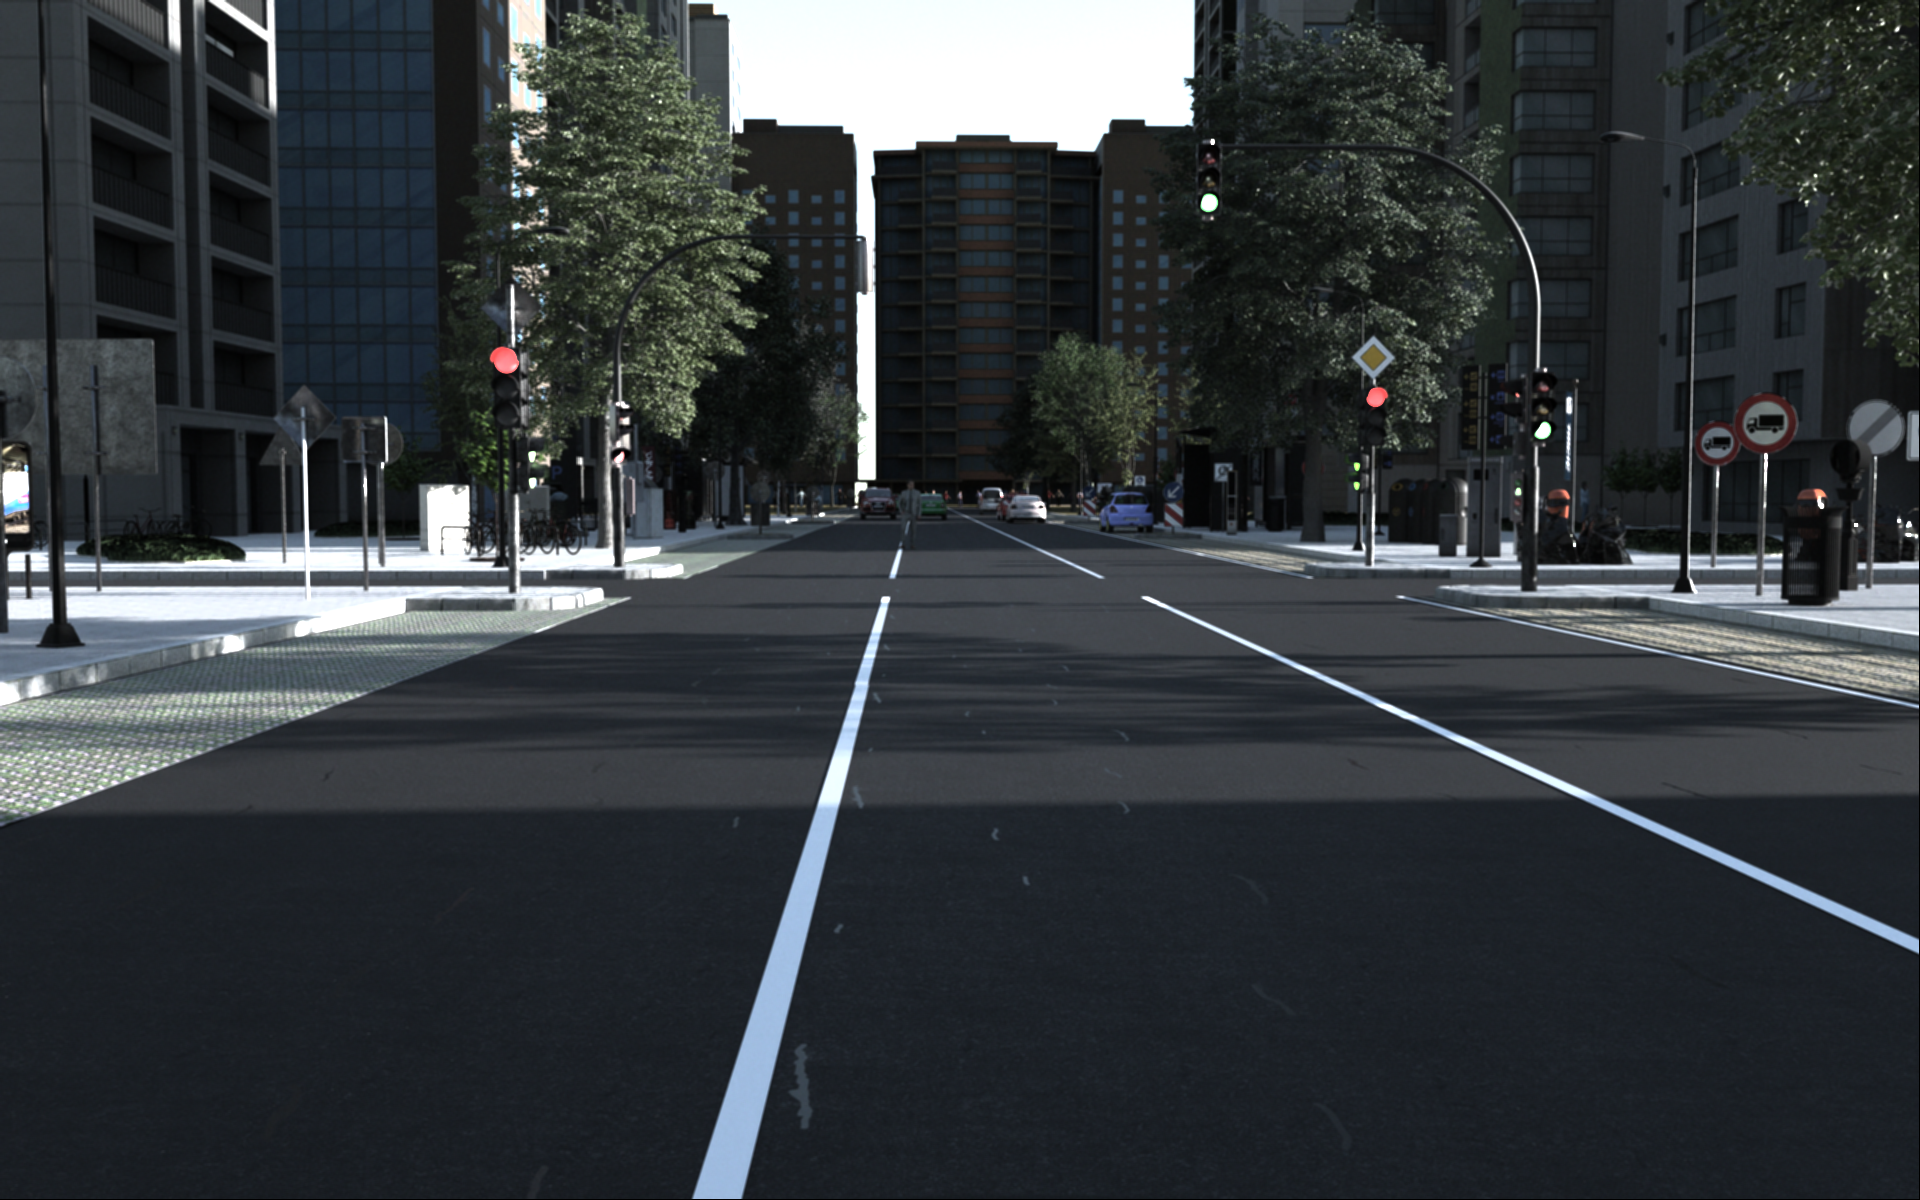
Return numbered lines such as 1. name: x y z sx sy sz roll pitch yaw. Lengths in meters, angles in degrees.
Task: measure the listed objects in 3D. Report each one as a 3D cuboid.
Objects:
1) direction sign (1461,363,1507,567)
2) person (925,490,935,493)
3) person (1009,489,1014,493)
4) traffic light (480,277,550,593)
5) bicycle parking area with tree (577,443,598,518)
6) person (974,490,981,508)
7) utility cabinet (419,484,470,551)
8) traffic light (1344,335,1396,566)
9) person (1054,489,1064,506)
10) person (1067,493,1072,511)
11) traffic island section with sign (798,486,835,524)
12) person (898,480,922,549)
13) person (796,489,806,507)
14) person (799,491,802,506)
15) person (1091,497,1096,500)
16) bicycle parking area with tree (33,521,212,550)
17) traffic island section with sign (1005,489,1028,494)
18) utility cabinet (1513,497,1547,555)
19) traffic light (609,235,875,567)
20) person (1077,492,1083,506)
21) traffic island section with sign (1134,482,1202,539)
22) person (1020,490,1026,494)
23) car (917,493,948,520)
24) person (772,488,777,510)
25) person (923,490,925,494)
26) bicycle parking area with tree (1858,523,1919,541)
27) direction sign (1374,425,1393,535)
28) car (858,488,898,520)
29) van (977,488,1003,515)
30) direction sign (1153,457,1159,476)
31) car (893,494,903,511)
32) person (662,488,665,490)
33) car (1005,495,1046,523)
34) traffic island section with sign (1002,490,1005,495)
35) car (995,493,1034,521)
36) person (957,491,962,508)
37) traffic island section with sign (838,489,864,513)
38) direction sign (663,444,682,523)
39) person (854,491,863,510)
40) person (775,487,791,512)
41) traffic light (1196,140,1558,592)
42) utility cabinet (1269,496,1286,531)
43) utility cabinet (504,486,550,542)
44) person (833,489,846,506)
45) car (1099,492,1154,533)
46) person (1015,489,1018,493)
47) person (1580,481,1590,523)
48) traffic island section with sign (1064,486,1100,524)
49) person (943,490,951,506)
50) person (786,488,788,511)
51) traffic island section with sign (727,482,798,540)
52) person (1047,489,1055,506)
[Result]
1. direction sign: 9.168 -2.347 30.370 0.379 3.537 0.876 -3 5 -40
2. person: -1.916 -6.379 113.601 0.742 1.727 0.445 0 4 -2
3. person: 3.328 -6.065 108.380 0.721 1.743 1.217 3 4 37
4. traffic light: -5.775 -2.049 22.415 0.839 4.253 0.868 0 4 -1
5. bicycle parking area with tree: -19.988 -6.615 95.157 9.016 4.147 8.231 -1 4 -17
6. person: 1.795 -10.462 179.417 0.599 1.838 0.709 -2 4 -35
7. utility cabinet: -11.649 -1.865 39.177 0.318 1.500 1.173 2 4 33
8. traffic light: 7.280 -2.558 30.747 0.839 4.253 0.868 0 4 -1
9. person: 10.419 -10.837 183.230 1.348 1.823 0.705 3 4 36
10. person: 8.528 -7.723 132.990 0.721 1.739 1.217 2 4 32
11. traffic island section with sign: -7.006 -4.541 82.880 1.989 1.847 2.006 0 4 -1
12. person: -1.318 -2.249 45.375 0.635 1.810 0.391 0 4 -4
13. person: -15.908 -10.221 173.244 1.350 1.814 0.705 -3 5 -45
14. person: -16.281 -10.482 177.441 0.705 1.822 1.348 -1 4 -17
15. person: 8.282 -6.257 109.053 0.721 1.736 1.217 -1 4 -23
16. bicycle parking area with tree: -23.987 -3.423 42.966 8.231 4.147 9.016 1 4 20
17. traffic island section with sign: 4.734 -7.624 133.285 1.989 1.847 2.006 0 4 -1
18. utility cabinet: 12.228 -1.551 36.521 1.020 1.237 0.306 0 4 3
19. traffic light: -3.888 -3.414 30.485 4.771 5.953 1.251 0 4 -1
20. person: 12.740 -10.783 183.289 0.756 1.711 0.436 -2 4 -25
21. traffic island section with sign: 6.685 -2.897 55.998 1.989 1.847 2.006 0 4 -1
22. person: 4.632 -7.334 128.862 0.568 1.767 0.683 -3 5 -39
23. car: -1.633 -5.343 96.152 1.959 1.807 4.718 0 4 -1
24. person: -14.601 -7.890 135.833 0.721 1.735 1.217 0 4 3
25. person: -3.009 -8.497 148.102 0.721 1.739 1.217 2 4 25
26. bicycle parking area with tree: 25.530 -3.334 41.511 8.231 4.147 9.016 -1 4 -13
27. direction sign: 13.074 -3.788 53.938 0.876 3.537 0.379 -1 4 -19
28. car: -4.682 -5.525 99.006 2.281 1.827 5.304 0 4 -3
29. van: 2.155 -6.843 118.893 2.013 2.044 4.112 0 3 0
30. direction sign: 11.966 -6.960 105.790 0.379 3.537 0.876 2 4 28
31. car: -5.052 -7.271 127.681 1.959 1.807 4.718 0 4 -2
32. person: -21.113 -7.126 123.217 0.551 1.740 0.621 2 4 29
33. car: 3.278 -4.527 86.386 2.083 1.381 4.827 0 4 0
34. traffic island section with sign: 4.048 -9.307 160.795 1.989 1.847 2.006 0 4 -1
35. car: 2.981 -5.162 93.444 2.155 1.783 4.494 0 4 -3
36. person: 0.028 -10.367 178.939 0.436 1.711 0.756 -1 4 -21
37. traffic island section with sign: -8.257 -7.562 132.266 1.989 1.847 2.006 0 4 -1
38. direction sign: -12.928 -5.257 77.941 0.876 3.537 0.379 -2 4 -29
39. person: -9.096 -9.070 157.503 1.217 1.735 0.721 0 4 -7
40. person: -12.800 -7.274 124.933 1.348 1.831 0.705 -3 4 -38
41. traffic light: 5.392 -2.930 22.571 4.771 5.953 1.251 0 4 -1
42. utility cabinet: 11.097 -3.022 60.566 0.306 1.237 1.020 2 4 28
43. utility cabinet: -11.407 -2.256 45.557 1.173 1.500 0.318 0 4 4
44. person: -12.477 -10.617 179.767 1.348 1.807 0.705 1 4 16
45. car: 6.199 -3.379 64.840 1.945 1.707 3.694 0 4 -2
46. person: 3.737 -6.374 113.509 1.217 1.735 0.721 1 4 18
47. person: 25.212 -3.893 69.955 0.793 1.790 0.793 0 4 -2
48. traffic island section with sign: 6.011 -4.545 82.945 1.989 1.847 2.006 0 4 -1
49. person: -1.442 -10.292 176.711 0.705 1.831 1.348 -3 4 -39
50. person: -13.138 -7.549 130.200 0.721 1.736 1.217 -2 4 -31
51. traffic island section with sign: -6.317 -2.844 55.135 1.989 1.847 2.006 0 4 -1
52. person: 9.134 -10.592 179.159 1.348 1.831 0.705 2 4 28
